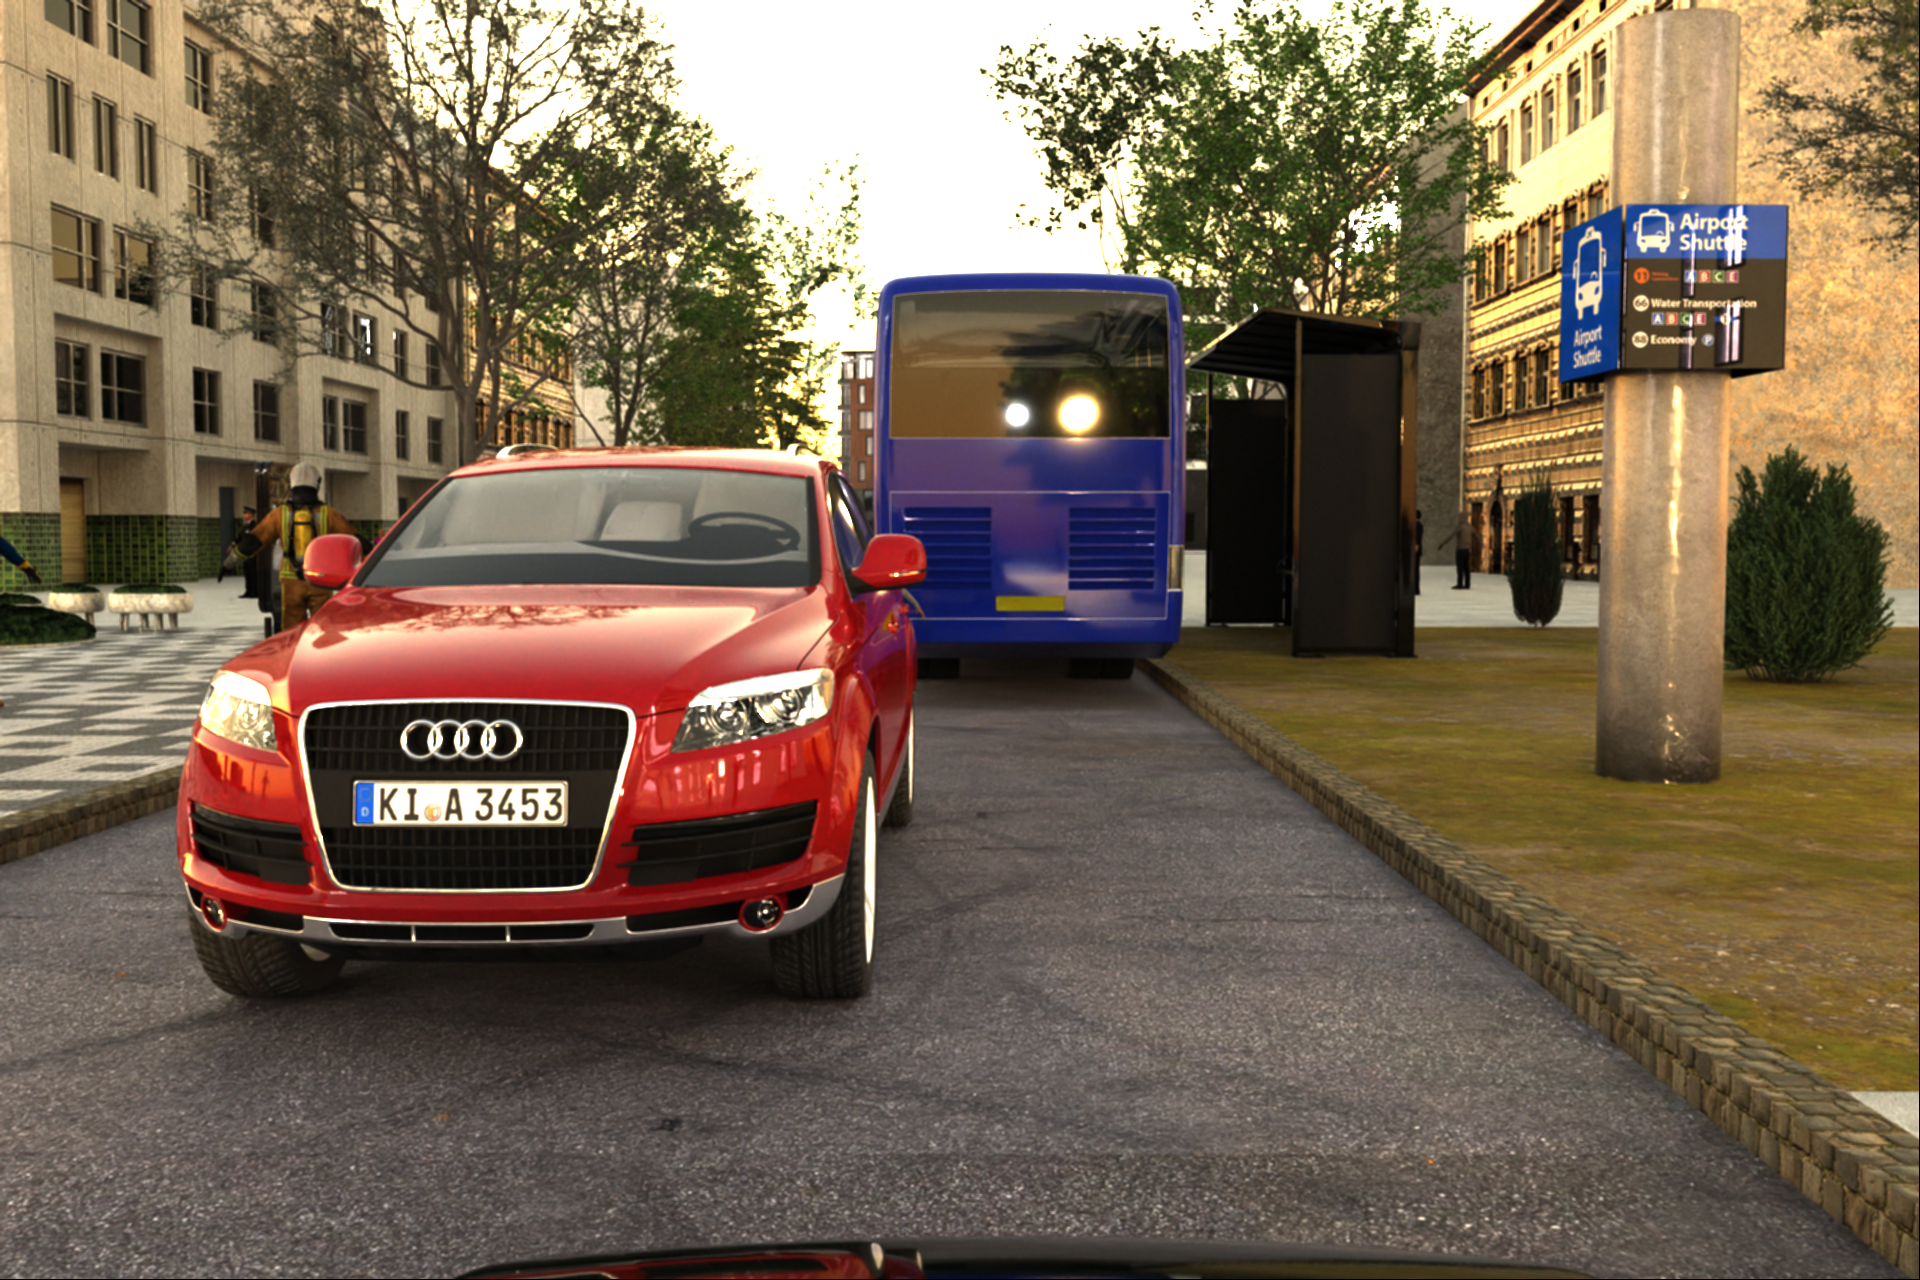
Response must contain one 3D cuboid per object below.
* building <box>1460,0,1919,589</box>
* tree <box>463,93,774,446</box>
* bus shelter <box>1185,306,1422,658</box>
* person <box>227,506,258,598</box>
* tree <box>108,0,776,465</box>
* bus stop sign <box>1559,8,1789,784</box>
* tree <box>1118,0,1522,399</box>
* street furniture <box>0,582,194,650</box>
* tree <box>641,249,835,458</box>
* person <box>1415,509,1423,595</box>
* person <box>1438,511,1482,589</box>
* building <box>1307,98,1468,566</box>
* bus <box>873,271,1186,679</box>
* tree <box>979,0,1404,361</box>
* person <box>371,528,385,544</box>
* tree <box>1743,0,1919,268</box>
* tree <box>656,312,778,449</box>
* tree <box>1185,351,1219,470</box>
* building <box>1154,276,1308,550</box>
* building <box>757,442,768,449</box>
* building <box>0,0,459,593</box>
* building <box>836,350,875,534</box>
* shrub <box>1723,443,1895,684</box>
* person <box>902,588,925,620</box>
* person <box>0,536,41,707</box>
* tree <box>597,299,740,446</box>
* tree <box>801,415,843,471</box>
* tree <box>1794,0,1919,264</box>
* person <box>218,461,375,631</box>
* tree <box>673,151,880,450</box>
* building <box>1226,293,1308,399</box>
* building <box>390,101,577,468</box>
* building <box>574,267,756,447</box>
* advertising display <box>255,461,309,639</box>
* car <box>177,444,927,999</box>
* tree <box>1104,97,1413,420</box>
[{"bbox_3d":[26.165,-13.336,48.966,19.493,23.208,18.063,0,4,0],"label":"building"},{"bbox_3d":[-8.089,-7.046,40.962,9.928,11.665,9.643,0,3,0],"label":"tree"},{"bbox_3d":[3.946,-1.817,20.998,1.731,3.624,6.357,0,4,-1],"label":"bus shelter"},{"bbox_3d":[-14.204,-1.754,34.607,1.347,1.837,0.705,3,5,39],"label":"person"},{"bbox_3d":[-8.228,-7.259,29.062,12.009,13.543,11.850,0,3,0],"label":"tree"},{"bbox_3d":[3.697,-1.226,9.069,0.837,3.901,0.837,0,4,-1],"label":"bus stop sign"},{"bbox_3d":[6.671,-6.551,32.868,9.928,11.665,9.643,0,3,0],"label":"tree"},{"bbox_3d":[-14.919,-0.383,21.895,10.072,0.657,5.734,1,4,15],"label":"street furniture"},{"bbox_3d":[-8.854,-9.216,68.803,7.486,12.596,7.792,0,3,0],"label":"tree"},{"bbox_3d":[9.562,-1.856,36.532,0.705,1.806,1.347,0,4,5],"label":"person"},{"bbox_3d":[11.703,-2.094,40.359,1.348,1.813,0.705,-2,4,-29],"label":"person"},{"bbox_3d":[26.794,-15.144,78.532,19.493,23.208,18.063,0,3,0],"label":"building"},{"bbox_3d":[0.522,-1.737,19.954,2.896,3.916,12.251,0,4,0],"label":"bus"},{"bbox_3d":[7.009,-12.169,54.859,12.611,20.169,13.585,0,3,0],"label":"tree"},{"bbox_3d":[-14.285,-2.048,42.753,0.991,1.433,0.599,-1,4,-11],"label":"person"},{"bbox_3d":[14.884,-6.749,20.710,12.009,13.543,11.850,0,3,0],"label":"tree"},{"bbox_3d":[-8.320,-6.578,57.906,4.737,8.622,4.395,0,3,0],"label":"tree"},{"bbox_3d":[7.628,-8.326,70.537,8.767,10.594,7.601,3,5,39],"label":"tree"},{"bbox_3d":[23.666,-18.937,153.593,27.936,21.610,32.646,0,4,1],"label":"building"},{"bbox_3d":[-22.814,-13.705,166.223,9.099,9.664,28.070,0,4,1],"label":"building"},{"bbox_3d":[-28.463,-11.396,52.782,16.747,18.905,31.486,0,4,1],"label":"building"},{"bbox_3d":[3.244,-21.686,201.003,32.646,21.610,27.936,0,4,3],"label":"building"},{"bbox_3d":[7.223,-0.674,15.054,1.661,2.075,1.752,0,3,0],"label":"shrub"},{"bbox_3d":[-0.756,-0.102,13.385,0.991,1.433,0.599,-1,4,-8],"label":"person"},{"bbox_3d":[-7.239,-0.404,12.583,0.705,1.833,1.349,1,4,10],"label":"person"},{"bbox_3d":[-8.361,-6.180,51.401,4.737,8.622,4.395,0,3,0],"label":"tree"},{"bbox_3d":[-8.882,-9.499,105.663,4.737,8.622,4.395,0,3,0],"label":"tree"},{"bbox_3d":[6.634,-3.723,11.232,4.360,8.622,3.978,0,3,0],"label":"tree"},{"bbox_3d":[-5.209,-0.493,13.825,1.354,1.858,0.705,-1,4,-15],"label":"person"},{"bbox_3d":[-7.379,-14.004,84.861,12.611,20.169,13.585,0,3,0],"label":"tree"},{"bbox_3d":[25.662,-16.978,134.004,16.016,20.090,11.380,0,3,0],"label":"building"},{"bbox_3d":[-28.765,-15.119,78.124,19.493,23.208,18.063,0,4,1],"label":"building"},{"bbox_3d":[-25.710,-16.169,130.823,16.747,18.905,31.486,0,4,0],"label":"building"},{"bbox_3d":[-6.113,-0.642,15.705,0.123,1.923,0.974,0,4,0],"label":"advertising display"},{"bbox_3d":[-1.253,0.100,7.039,2.281,1.827,5.304,0,4,1],"label":"car"},{"bbox_3d":[7.087,-7.098,41.813,9.928,11.665,9.643,0,3,0],"label":"tree"}]
